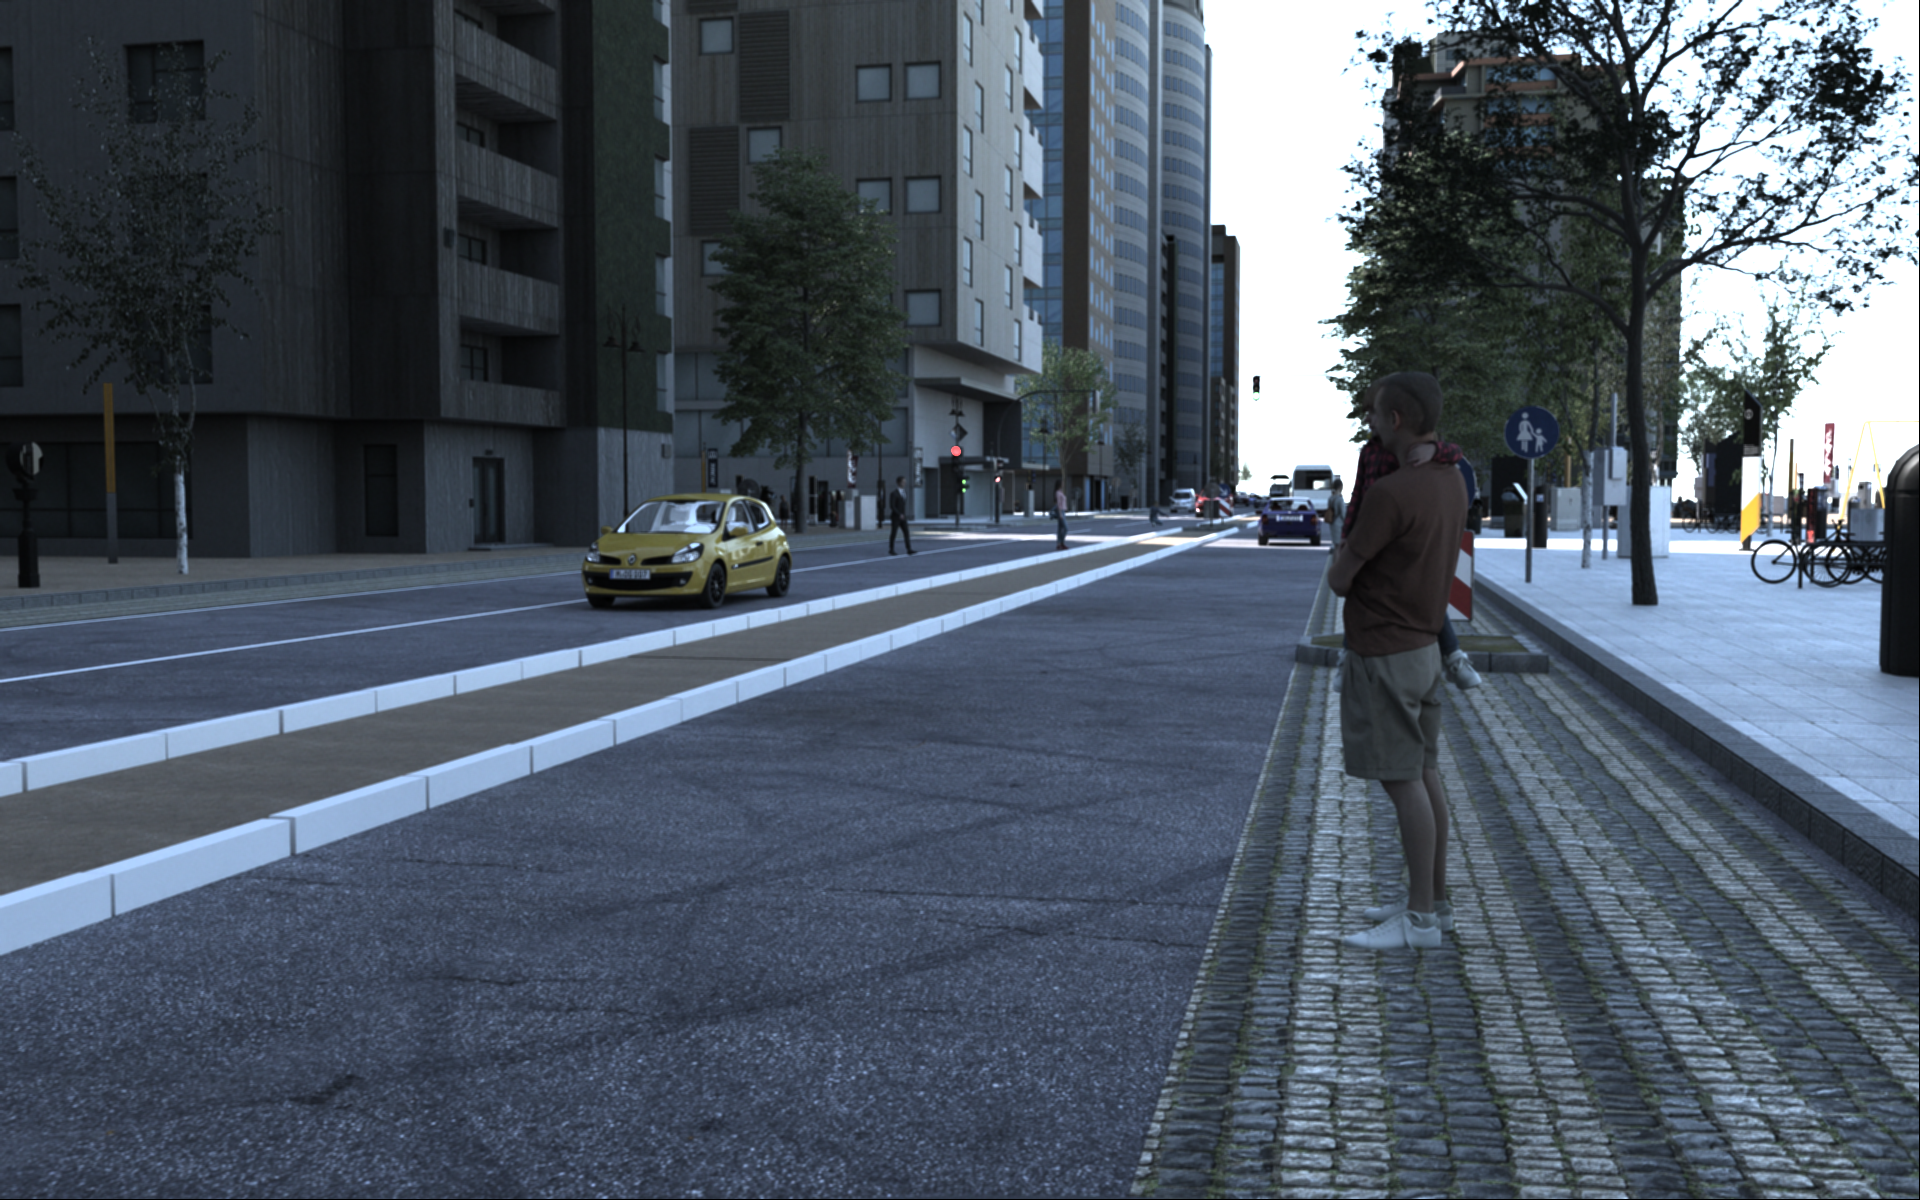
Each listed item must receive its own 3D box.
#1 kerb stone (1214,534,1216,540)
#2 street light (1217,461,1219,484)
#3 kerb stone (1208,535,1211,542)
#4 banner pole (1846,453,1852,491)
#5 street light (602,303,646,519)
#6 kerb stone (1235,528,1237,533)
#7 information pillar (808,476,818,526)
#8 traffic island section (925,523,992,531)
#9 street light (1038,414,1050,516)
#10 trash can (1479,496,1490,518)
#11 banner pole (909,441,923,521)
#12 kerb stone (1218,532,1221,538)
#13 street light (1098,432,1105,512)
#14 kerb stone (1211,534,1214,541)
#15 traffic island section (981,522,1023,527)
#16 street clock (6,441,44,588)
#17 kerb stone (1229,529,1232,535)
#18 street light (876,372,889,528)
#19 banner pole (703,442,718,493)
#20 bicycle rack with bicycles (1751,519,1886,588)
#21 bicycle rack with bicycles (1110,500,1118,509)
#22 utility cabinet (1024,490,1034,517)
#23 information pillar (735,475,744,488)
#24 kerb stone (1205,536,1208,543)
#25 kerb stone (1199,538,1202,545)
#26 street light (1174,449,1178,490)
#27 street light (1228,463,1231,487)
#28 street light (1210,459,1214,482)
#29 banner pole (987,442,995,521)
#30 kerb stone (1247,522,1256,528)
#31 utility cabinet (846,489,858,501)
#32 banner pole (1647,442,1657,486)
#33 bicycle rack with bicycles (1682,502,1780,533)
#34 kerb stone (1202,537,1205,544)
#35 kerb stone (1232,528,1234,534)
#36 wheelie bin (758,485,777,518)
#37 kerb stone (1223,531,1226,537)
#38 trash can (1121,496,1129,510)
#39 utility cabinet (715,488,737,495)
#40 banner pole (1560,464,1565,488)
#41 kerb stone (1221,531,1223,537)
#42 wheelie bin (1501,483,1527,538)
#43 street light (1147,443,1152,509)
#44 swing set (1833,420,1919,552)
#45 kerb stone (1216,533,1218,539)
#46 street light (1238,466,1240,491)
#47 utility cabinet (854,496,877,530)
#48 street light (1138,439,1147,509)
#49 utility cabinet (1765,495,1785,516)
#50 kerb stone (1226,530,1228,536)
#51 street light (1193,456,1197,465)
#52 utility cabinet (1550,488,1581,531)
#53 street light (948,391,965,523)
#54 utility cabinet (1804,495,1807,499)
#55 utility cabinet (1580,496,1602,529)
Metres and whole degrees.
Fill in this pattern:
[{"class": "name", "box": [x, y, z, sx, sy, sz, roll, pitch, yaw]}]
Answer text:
[{"class": "kerb stone", "box": [7.725, -1.909, 53.406, 0.120, 0.150, 1.000, 1, 4, 13]}, {"class": "street light", "box": [34.642, -15.916, 233.020, 0.468, 5.910, 1.993, 1, 4, 13]}, {"class": "kerb stone", "box": [7.275, -1.783, 51.406, 0.120, 0.150, 1.000, 1, 4, 13]}, {"class": "banner pole", "box": [53.613, -7.001, 104.484, 0.401, 3.779, 0.863, 0, 4, 6]}, {"class": "street light", "box": [-8.142, -4.240, 42.118, 0.468, 5.910, 1.993, 1, 4, 13]}, {"class": "kerb stone", "box": [9.965, -2.521, 63.409, 0.120, 0.150, 1.000, 1, 4, 13]}, {"class": "information pillar", "box": [-5.938, -4.004, 69.958, 0.304, 2.012, 0.304, 1, 4, 10]}, {"class": "traffic island section", "box": [-0.108, -2.847, 68.825, 2.009, 0.180, 2.903, 1, 4, 13]}, {"class": "street light", "box": [4.876, -7.807, 100.431, 0.468, 5.910, 1.993, 1, 4, 13]}, {"class": "trash can", "box": [27.698, -4.900, 91.769, 0.748, 1.137, 0.748, 0, 3, 0]}, {"class": "banner pole", "box": [-2.122, -5.621, 81.924, 0.863, 3.779, 0.401, -2, 4, -27]}, {"class": "kerb stone", "box": [8.168, -2.030, 55.407, 0.120, 0.150, 1.000, 1, 4, 13]}, {"class": "street light", "box": [10.048, -9.224, 123.600, 0.468, 5.910, 1.993, 1, 4, 13]}, {"class": "kerb stone", "box": [7.499, -1.845, 52.403, 0.120, 0.150, 1.000, 1, 4, 13]}, {"class": "traffic island section", "box": [1.638, -3.323, 76.617, 2.009, 0.180, 2.903, 1, 4, 13]}, {"class": "street clock", "box": [-12.762, -1.169, 23.686, 0.358, 2.002, 0.471, 1, 4, 10]}, {"class": "kerb stone", "box": [9.290, -2.335, 60.407, 0.120, 0.150, 1.000, 1, 4, 13]}, {"class": "street light", "box": [-3.001, -5.640, 64.998, 0.468, 5.910, 1.993, 1, 4, 13]}, {"class": "banner pole", "box": [-12.093, -5.727, 83.656, 0.863, 3.779, 0.401, 0, 4, -2]}, {"class": "bicycle rack with bicycles", "box": [12.581, -0.653, 24.066, 2.925, 0.926, 2.852, 2, 4, 32]}, {"class": "bicycle rack with bicycles", "box": [11.454, -7.977, 143.810, 2.925, 0.926, 2.852, 1, 4, 19]}, {"class": "utility cabinet", "box": [3.753, -5.226, 94.131, 0.318, 1.500, 1.173, -1, 4, -12]}, {"class": "information pillar", "box": [-8.607, -3.867, 67.718, 0.304, 2.012, 0.304, 0, 4, 5]}, {"class": "kerb stone", "box": [7.049, -1.726, 50.409, 0.120, 0.150, 1.000, 1, 4, 13]}, {"class": "kerb stone", "box": [6.594, -1.603, 48.402, 0.120, 0.150, 1.000, 1, 4, 13]}, {"class": "street light", "box": [21.864, -12.409, 175.678, 0.468, 5.910, 1.993, 1, 4, 13]}, {"class": "street light", "box": [39.864, -17.339, 256.281, 0.468, 5.910, 1.993, 1, 4, 13]}, {"class": "street light", "box": [32.187, -15.224, 221.697, 0.468, 5.910, 1.993, 1, 4, 13]}, {"class": "banner pole", "box": [1.521, -5.720, 83.535, 0.401, 3.779, 0.863, 0, 4, 0]}, {"class": "kerb stone", "box": [12.774, -3.288, 75.956, 0.120, 0.150, 1.000, 1, 4, 13]}, {"class": "utility cabinet", "box": [-4.833, -4.238, 77.972, 0.318, 1.500, 1.173, -1, 4, -16]}, {"class": "banner pole", "box": [33.324, -5.721, 83.553, 0.401, 3.779, 0.863, -2, 4, -26]}, {"class": "bicycle rack with bicycles", "box": [25.760, -2.677, 57.153, 2.852, 0.926, 2.925, -1, 4, -16]}, {"class": "kerb stone", "box": [6.820, -1.658, 49.403, 0.120, 0.150, 1.000, 1, 4, 13]}, {"class": "kerb stone", "box": [9.519, -2.398, 61.410, 0.120, 0.150, 1.000, 1, 4, 13]}, {"class": "wheelie bin", "box": [-6.701, -3.159, 59.552, 0.693, 1.594, 0.980, 1, 4, 14]}, {"class": "kerb stone", "box": [8.626, -2.153, 57.404, 0.120, 0.150, 1.000, 1, 4, 13]}, {"class": "trash can", "box": [13.156, -7.757, 138.472, 0.748, 1.137, 0.748, 0, 3, 0]}, {"class": "utility cabinet", "box": [-11.225, -4.533, 82.788, 0.318, 1.500, 1.173, 2, 4, 29]}, {"class": "banner pole", "box": [44.400, -8.389, 127.181, 0.401, 3.779, 0.863, -2, 4, -30]}, {"class": "kerb stone", "box": [8.394, -2.090, 56.404, 0.120, 0.150, 1.000, 1, 4, 13]}, {"class": "wheelie bin", "box": [16.389, -2.645, 51.158, 0.693, 1.594, 0.980, 2, 4, 31]}, {"class": "street light", "box": [16.578, -10.959, 151.967, 0.468, 5.910, 1.993, 1, 4, 13]}, {"class": "swing set", "box": [20.462, -2.386, 36.627, 3.119, 2.851, 2.862, 0, 4, 4]}, {"class": "kerb stone", "box": [7.944, -1.969, 54.406, 0.120, 0.150, 1.000, 1, 4, 13]}, {"class": "street light", "box": [44.907, -18.734, 279.091, 0.468, 5.910, 1.993, 1, 4, 13]}, {"class": "utility cabinet", "box": [-3.374, -3.084, 61.593, 0.306, 1.237, 1.020, 2, 4, 31]}, {"class": "street light", "box": [15.229, -10.615, 146.338, 0.468, 5.910, 1.993, 1, 4, 13]}, {"class": "utility cabinet", "box": [47.367, -5.479, 100.736, 1.020, 1.237, 0.306, 1, 4, 21]}, {"class": "kerb stone", "box": [8.847, -2.214, 58.402, 0.120, 0.150, 1.000, 1, 4, 13]}, {"class": "street light", "box": [26.978, -13.823, 198.799, 0.468, 5.910, 1.993, 1, 4, 13]}, {"class": "utility cabinet", "box": [20.940, -3.130, 59.857, 1.173, 1.500, 0.318, -2, 4, -30]}, {"class": "street light", "box": [-0.131, -6.420, 77.761, 0.468, 5.910, 1.993, 1, 4, 13]}, {"class": "utility cabinet", "box": [56.616, -6.355, 115.060, 1.020, 1.237, 0.306, -1, 4, -16]}, {"class": "utility cabinet", "box": [23.295, -3.251, 64.310, 1.020, 1.237, 0.306, 2, 4, 28]}]
